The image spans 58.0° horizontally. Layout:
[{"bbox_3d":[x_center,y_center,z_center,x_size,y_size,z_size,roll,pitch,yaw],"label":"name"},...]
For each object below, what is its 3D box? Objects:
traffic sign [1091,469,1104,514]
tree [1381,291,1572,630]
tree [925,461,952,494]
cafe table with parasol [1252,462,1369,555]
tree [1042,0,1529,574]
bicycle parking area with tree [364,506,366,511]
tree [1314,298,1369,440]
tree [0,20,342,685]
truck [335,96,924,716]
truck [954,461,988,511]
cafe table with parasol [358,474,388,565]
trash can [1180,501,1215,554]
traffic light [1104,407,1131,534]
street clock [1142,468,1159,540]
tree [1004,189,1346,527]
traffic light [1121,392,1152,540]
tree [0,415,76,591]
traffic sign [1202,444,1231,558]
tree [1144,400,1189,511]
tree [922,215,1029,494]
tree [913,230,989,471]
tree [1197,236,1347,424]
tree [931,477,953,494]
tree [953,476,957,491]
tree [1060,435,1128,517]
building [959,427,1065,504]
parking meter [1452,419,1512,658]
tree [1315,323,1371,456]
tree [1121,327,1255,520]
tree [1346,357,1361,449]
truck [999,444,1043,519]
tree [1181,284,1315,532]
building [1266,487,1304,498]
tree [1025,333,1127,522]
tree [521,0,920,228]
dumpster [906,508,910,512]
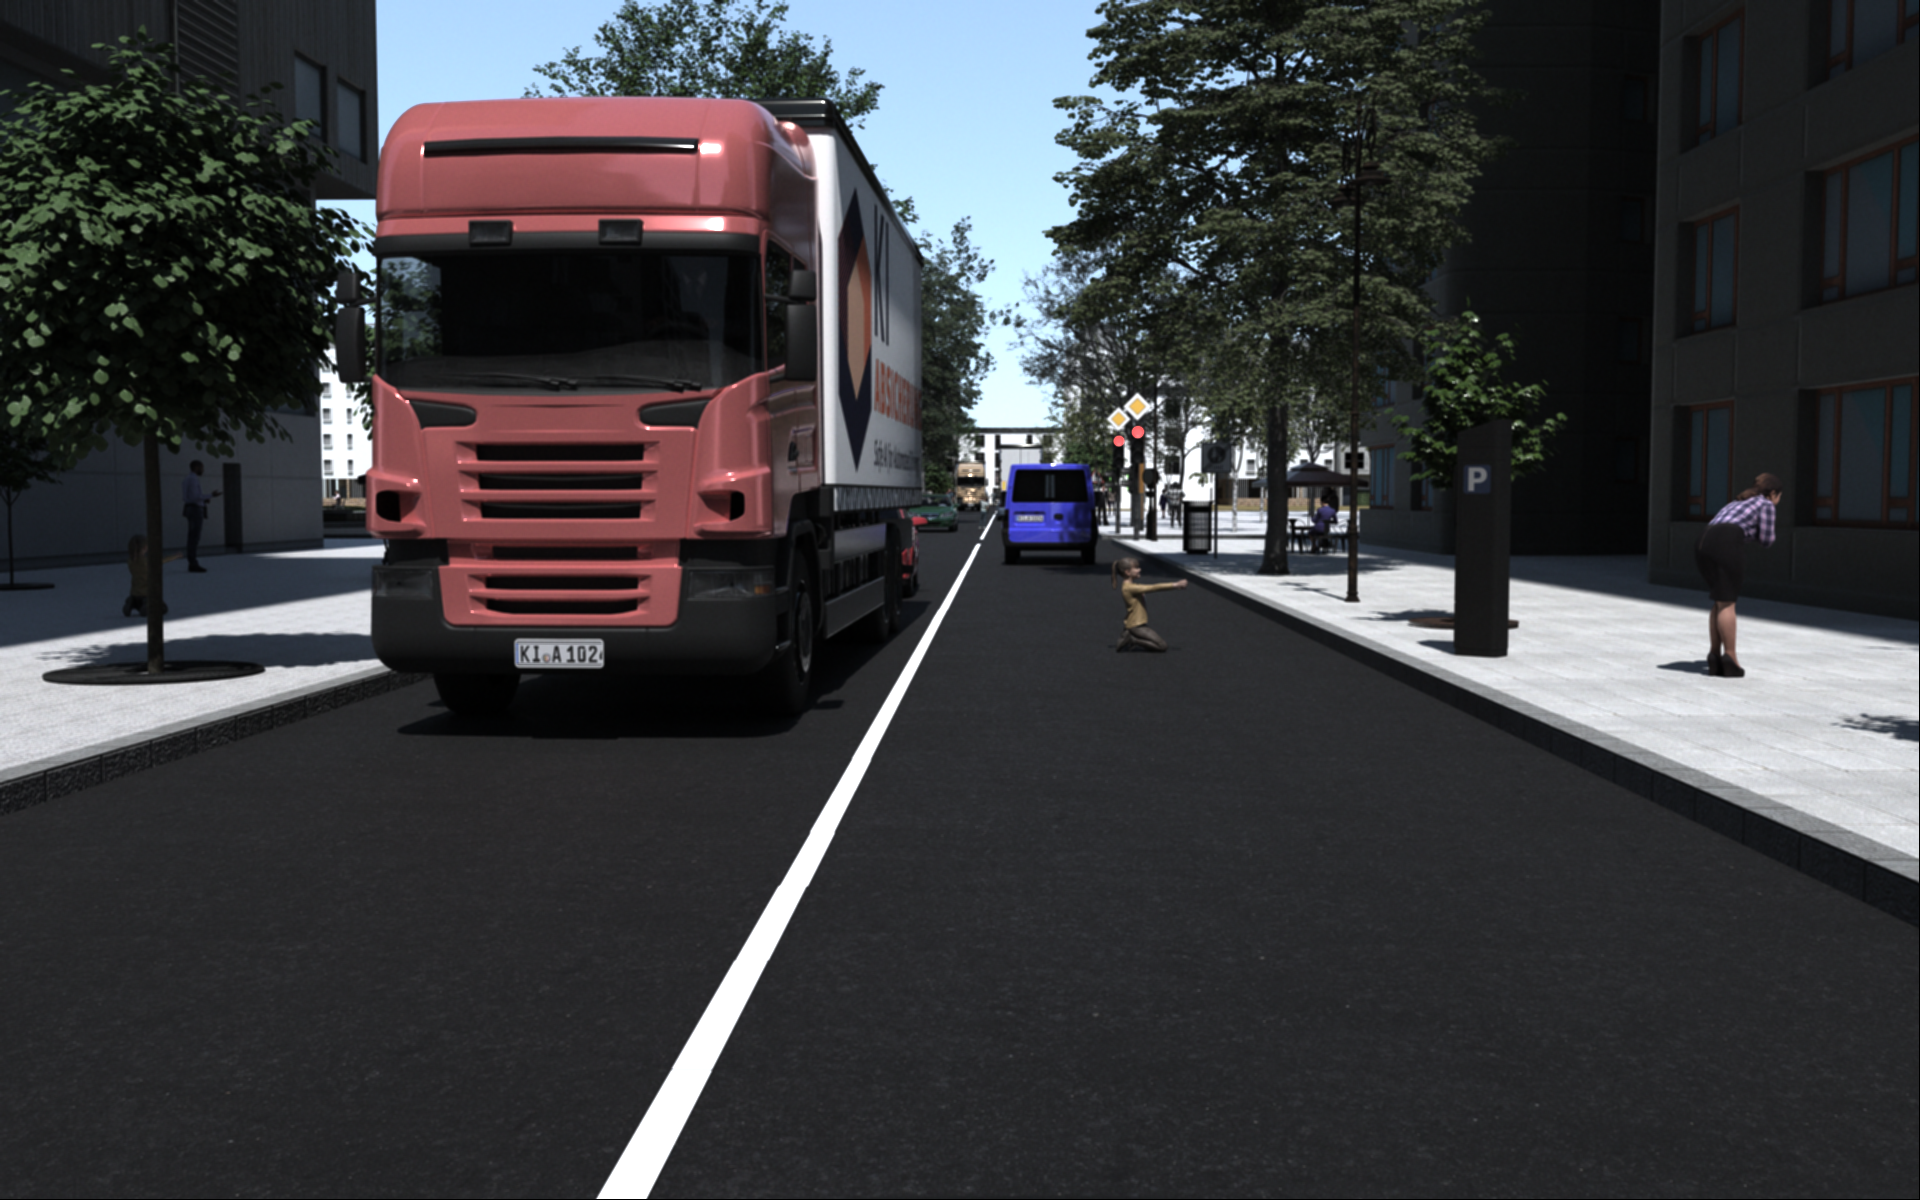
[{"bbox_3d":[6.637,-5.176,84.626,0.884,2.594,0.081,0,4,8],"label":"traffic sign"},{"bbox_3d":[4.770,-1.351,16.690,1.663,3.219,1.824,0,3,0],"label":"tree"},{"bbox_3d":[-2.373,-10.426,154.179,4.285,4.588,4.351,0,3,0],"label":"tree"},{"bbox_3d":[7.500,-1.981,37.250,2.610,1.966,2.610,3,5,44],"label":"cafe table with parasol"},{"bbox_3d":[5.104,-6.721,28.019,7.486,12.596,7.792,0,3,0],"label":"tree"},{"bbox_3d":[-33.904,-7.575,110.852,9.016,4.147,8.231,-1,4,-10],"label":"bicycle parking area with tree"},{"bbox_3d":[21.852,-10.046,90.008,9.928,11.665,9.643,0,3,0],"label":"tree"},{"bbox_3d":[-5.793,-1.739,12.142,4.285,4.588,4.351,0,3,0],"label":"tree"},{"bbox_3d":[-1.975,-1.573,14.628,2.839,4.237,11.283,0,4,3],"label":"truck"},{"bbox_3d":[0.938,-9.765,148.569,2.839,4.237,11.283,0,4,0],"label":"truck"},{"bbox_3d":[-7.869,-1.317,26.403,2.610,1.966,2.610,-2,4,-30],"label":"cafe table with parasol"},{"bbox_3d":[5.072,-1.551,37.014,0.748,1.137,0.748,0,3,0],"label":"trash can"},{"bbox_3d":[5.083,-4.093,55.839,0.839,4.253,0.868,0,4,2],"label":"traffic light"},{"bbox_3d":[5.359,-2.697,48.665,0.358,2.002,0.471,-3,4,-36],"label":"street clock"},{"bbox_3d":[6.753,-9.605,67.404,12.009,13.543,11.850,0,3,0],"label":"tree"},{"bbox_3d":[4.870,-3.605,47.857,0.839,4.253,0.868,0,4,2],"label":"traffic light"},{"bbox_3d":[-12.753,-1.766,23.478,1.663,3.219,1.824,0,3,0],"label":"tree"},{"bbox_3d":[5.089,-1.975,34.425,0.606,2.300,0.079,0,4,4],"label":"traffic sign"},{"bbox_3d":[15.358,-10.895,128.488,4.360,8.622,3.978,0,3,0],"label":"tree"},{"bbox_3d":[-1.961,-16.078,118.760,12.611,20.169,13.585,0,3,0],"label":"tree"},{"bbox_3d":[-3.389,-10.823,83.614,9.857,13.997,8.962,0,3,0],"label":"tree"},{"bbox_3d":[20.038,-15.981,117.183,12.611,20.169,13.585,0,3,0],"label":"tree"},{"bbox_3d":[-1.942,-10.166,160.811,1.663,3.219,1.824,0,3,0],"label":"tree"},{"bbox_3d":[-1.162,-10.452,165.494,1.663,3.219,1.824,0,3,0],"label":"tree"},{"bbox_3d":[7.840,-7.035,98.740,4.285,4.588,4.351,0,3,0],"label":"tree"},{"bbox_3d":[13.839,-17.147,222.502,28.070,9.664,9.099,0,4,2],"label":"building"},{"bbox_3d":[4.130,-0.490,13.725,0.399,1.863,0.255,3,5,41],"label":"parking meter"},{"bbox_3d":[15.495,-7.011,64.992,4.737,8.622,4.395,0,3,0],"label":"tree"},{"bbox_3d":[11.051,-9.182,84.532,7.601,10.594,8.767,1,4,12],"label":"tree"},{"bbox_3d":[20.689,-11.671,101.186,12.009,13.543,11.850,0,3,0],"label":"tree"},{"bbox_3d":[3.673,-6.990,103.200,2.839,4.237,11.283,0,4,3],"label":"truck"},{"bbox_3d":[9.334,-6.620,58.608,4.737,8.622,4.395,0,3,0],"label":"tree"},{"bbox_3d":[42.444,-17.117,222.012,28.070,9.664,9.099,0,4,2],"label":"building"},{"bbox_3d":[6.024,-7.732,76.779,4.737,8.622,4.395,0,3,0],"label":"tree"},{"bbox_3d":[-4.867,-6.724,35.700,9.928,11.665,9.643,0,3,0],"label":"tree"},{"bbox_3d":[-2.933,-6.053,104.729,1.264,1.857,1.865,0,4,1],"label":"dumpster"}]
